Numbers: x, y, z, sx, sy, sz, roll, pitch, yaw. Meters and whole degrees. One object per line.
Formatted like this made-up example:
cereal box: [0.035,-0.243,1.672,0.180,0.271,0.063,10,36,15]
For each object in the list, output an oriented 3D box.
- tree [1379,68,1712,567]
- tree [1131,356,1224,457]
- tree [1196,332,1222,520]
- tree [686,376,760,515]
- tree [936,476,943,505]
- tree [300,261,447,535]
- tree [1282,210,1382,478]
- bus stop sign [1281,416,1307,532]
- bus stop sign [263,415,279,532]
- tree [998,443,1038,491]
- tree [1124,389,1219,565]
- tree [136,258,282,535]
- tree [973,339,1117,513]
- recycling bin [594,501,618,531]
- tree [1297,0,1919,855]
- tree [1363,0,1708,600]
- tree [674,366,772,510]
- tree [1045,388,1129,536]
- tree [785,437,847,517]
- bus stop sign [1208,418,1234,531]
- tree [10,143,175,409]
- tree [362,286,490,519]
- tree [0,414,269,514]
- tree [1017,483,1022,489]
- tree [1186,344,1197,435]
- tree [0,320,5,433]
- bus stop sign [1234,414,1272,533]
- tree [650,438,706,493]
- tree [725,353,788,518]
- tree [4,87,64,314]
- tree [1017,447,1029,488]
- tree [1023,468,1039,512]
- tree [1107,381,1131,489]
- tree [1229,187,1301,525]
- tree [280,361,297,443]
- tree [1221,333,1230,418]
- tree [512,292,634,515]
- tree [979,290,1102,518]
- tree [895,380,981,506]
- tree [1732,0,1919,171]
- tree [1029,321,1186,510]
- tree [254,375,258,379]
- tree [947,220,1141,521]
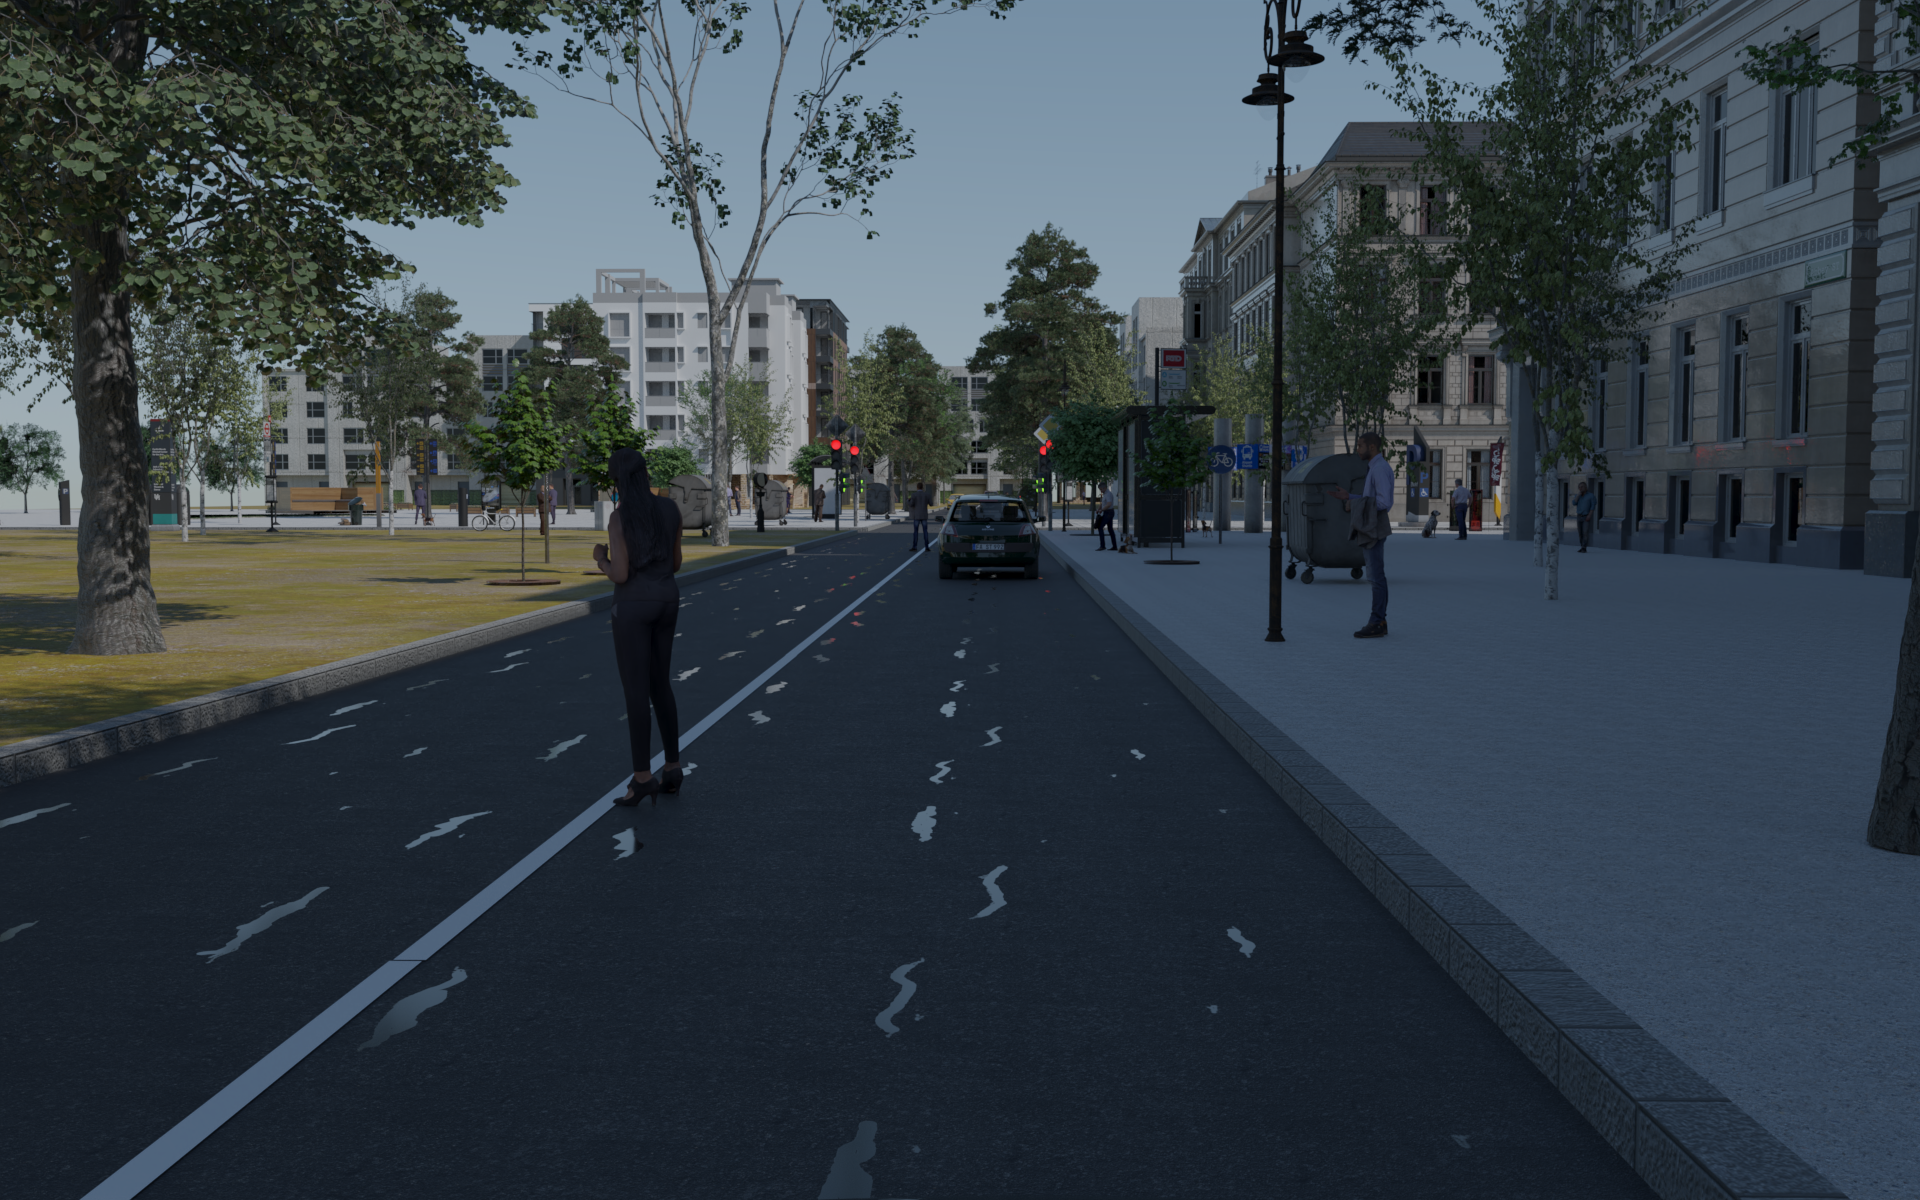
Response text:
tree: [10.424,-4.889,30.297,4.360,8.622,3.978,0,3,0]
tree: [12.256,-8.737,93.206,4.360,8.622,3.978,0,3,0]
tree: [12.451,-7.414,71.588,4.737,8.622,4.395,0,3,0]
tree: [-14.448,-9.561,106.677,4.360,8.622,3.978,0,3,0]
tree: [-2.583,-14.944,194.693,4.360,8.622,3.978,0,3,0]
tree: [-18.093,-6.352,54.223,4.360,8.622,3.978,0,3,0]
tree: [10.190,-5.694,43.462,4.360,8.622,3.978,0,3,0]
bus stop sign: [11.173,-4.266,58.761,0.837,3.901,0.837,-3,5,-40]
bus stop sign: [-23.347,-4.268,58.491,0.416,3.939,0.855,0,4,-3]
tree: [7.105,-16.062,212.969,4.360,8.622,3.978,0,3,0]
tree: [3.772,-2.270,31.722,1.663,3.219,1.824,0,3,0]
tree: [-23.773,-6.341,54.034,4.737,8.622,4.395,0,3,0]
tree: [6.114,-12.717,118.290,12.009,13.543,11.850,0,3,0]
recycling bin: [-12.313,-2.937,60.579,0.722,1.027,0.722,-3,4,-38]
tree: [3.405,-4.354,5.596,8.767,10.594,7.601,0,4,3]
tree: [6.954,-4.305,20.755,4.737,8.622,4.395,0,3,0]
tree: [-18.955,-13.098,139.913,9.928,11.665,9.643,0,3,0]
tree: [4.078,-4.270,53.523,4.285,4.588,4.351,0,3,0]
tree: [-8.133,-6.940,97.183,4.285,4.588,4.351,0,3,0]
bus stop sign: [9.151,-4.366,60.402,0.837,3.901,0.837,2,4,23]
tree: [-16.942,-5.104,33.817,4.360,8.622,3.978,0,3,0]
tree: [-27.863,-10.284,90.199,6.751,12.117,7.091,0,3,0]
tree: [-57.523,-9.653,120.738,11.467,7.101,20.602,1,4,9]
tree: [6.041,-10.109,159.882,1.663,3.219,1.824,0,3,0]
tree: [12.268,-7.821,78.237,4.737,8.622,4.395,0,3,0]
tree: [-29.275,-7.593,46.197,6.751,12.117,7.091,0,3,0]
bus stop sign: [9.689,-4.162,57.063,0.837,3.901,0.837,3,5,41]
tree: [-16.435,-7.097,99.745,4.285,4.588,4.351,0,3,0]
tree: [-10.810,-8.622,91.339,4.737,8.622,4.395,0,3,0]
tree: [-16.716,-6.503,24.458,7.486,12.596,7.792,0,3,0]
tree: [6.434,-12.053,147.429,4.737,8.622,4.395,0,3,0]
tree: [5.563,-7.992,125.264,1.663,3.219,1.824,0,3,0]
tree: [10.481,-9.749,109.762,4.360,8.622,3.978,0,3,0]
tree: [8.878,-5.385,38.405,4.737,8.622,4.395,0,3,0]
tree: [-31.377,-7.674,75.832,4.737,8.622,4.395,0,3,0]
tree: [10.530,-6.307,53.475,4.737,8.622,4.395,0,3,0]
tree: [-24.686,-12.288,108.336,7.806,13.903,7.818,0,3,0]
tree: [4.776,-10.673,92.627,7.486,12.596,7.792,0,3,0]
tree: [-2.671,-16.691,179.556,9.857,13.997,8.962,0,3,0]
tree: [9.281,-5.399,14.036,9.928,11.665,9.643,0,3,0]
tree: [6.214,-7.502,73.021,4.737,8.622,4.395,0,3,0]
tree: [-20.808,-5.864,46.246,4.360,8.622,3.978,0,3,0]
tree: [4.076,-10.627,81.175,7.806,13.903,7.818,0,3,0]
